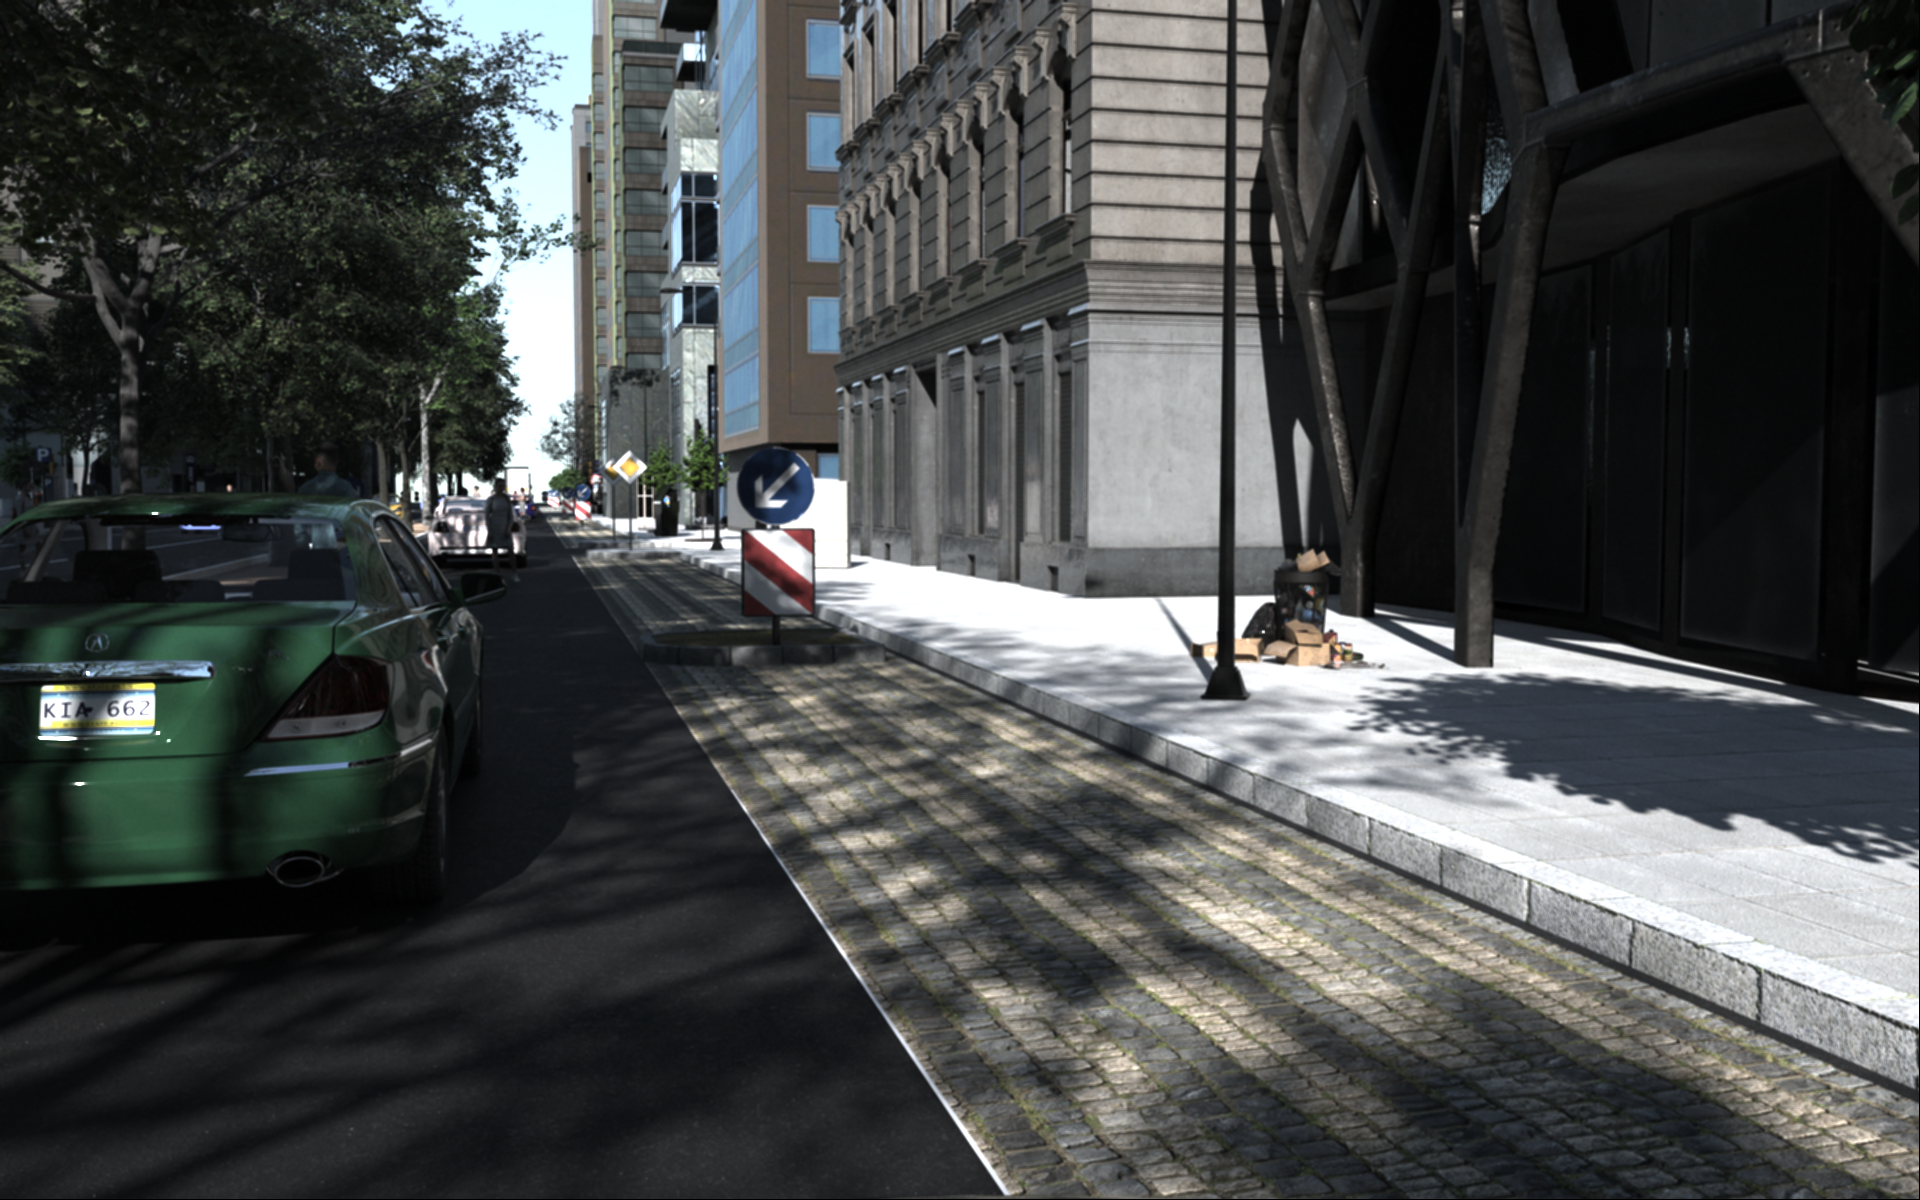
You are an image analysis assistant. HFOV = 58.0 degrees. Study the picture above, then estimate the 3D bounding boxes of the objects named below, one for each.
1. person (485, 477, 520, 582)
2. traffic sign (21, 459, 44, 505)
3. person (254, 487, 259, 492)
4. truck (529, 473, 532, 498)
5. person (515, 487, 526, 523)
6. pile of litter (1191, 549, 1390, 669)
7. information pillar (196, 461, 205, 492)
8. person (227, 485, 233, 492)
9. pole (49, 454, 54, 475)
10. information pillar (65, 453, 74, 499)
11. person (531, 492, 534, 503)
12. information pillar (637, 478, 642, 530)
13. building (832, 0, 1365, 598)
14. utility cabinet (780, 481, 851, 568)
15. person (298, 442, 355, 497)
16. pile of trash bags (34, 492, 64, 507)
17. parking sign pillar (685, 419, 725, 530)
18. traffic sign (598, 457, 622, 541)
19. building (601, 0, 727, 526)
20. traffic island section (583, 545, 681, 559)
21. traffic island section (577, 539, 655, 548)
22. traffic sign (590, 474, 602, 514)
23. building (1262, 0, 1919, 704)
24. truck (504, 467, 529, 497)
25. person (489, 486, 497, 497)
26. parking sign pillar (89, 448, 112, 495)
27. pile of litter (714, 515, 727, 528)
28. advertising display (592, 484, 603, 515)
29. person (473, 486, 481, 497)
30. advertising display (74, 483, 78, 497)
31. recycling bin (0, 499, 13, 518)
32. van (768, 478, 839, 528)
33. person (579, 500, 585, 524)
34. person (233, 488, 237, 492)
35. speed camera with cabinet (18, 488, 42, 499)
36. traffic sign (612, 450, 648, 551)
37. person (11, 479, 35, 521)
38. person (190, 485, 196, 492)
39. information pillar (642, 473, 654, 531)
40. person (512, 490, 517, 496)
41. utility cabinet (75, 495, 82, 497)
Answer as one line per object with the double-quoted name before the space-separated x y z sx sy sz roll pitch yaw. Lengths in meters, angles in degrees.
"person" -7.497 -1.147 28.258 0.512 1.701 0.522 -2 4 -32
"traffic sign" -33.510 -3.823 62.613 0.768 2.556 0.104 -1 4 -13
"person" -38.670 -5.288 95.202 0.529 1.795 0.600 -3 4 -38
"truck" -58.796 -14.871 232.048 2.839 4.237 11.283 -1 4 -13
"person" -21.684 -4.685 85.453 0.532 1.782 0.716 -1 4 -15
"pile of litter" 2.492 0.037 13.360 1.176 0.858 1.719 -1 4 -21
"information pillar" -50.133 -7.525 114.382 0.504 3.616 0.183 -2 4 -29
"person" -24.839 -3.016 58.490 0.598 1.740 0.731 2 4 24
"pole" -46.151 -5.763 88.070 0.158 3.312 0.155 0 3 0
"information pillar" -47.962 -6.236 93.310 0.183 3.616 0.504 1 4 10
"person" -66.715 -15.932 269.788 0.445 1.727 0.742 3 5 44
"information pillar" -11.225 -3.479 61.367 0.304 2.012 0.304 2 4 25
"building" 3.939 -11.088 30.435 9.793 20.994 18.267 -1 4 -14
"utility cabinet" -2.488 -1.295 29.851 1.173 1.500 0.318 0 4 8
"person" -5.032 -0.325 13.674 0.638 1.841 0.748 2 4 33
"pile of trash bags" -50.541 -5.321 96.744 3.447 1.369 1.912 2 4 23
"parking sign pillar" -9.248 -4.539 62.691 1.447 3.967 1.447 0 4 5
"traffic sign" -9.413 -2.656 47.063 0.795 2.450 0.064 -1 4 -14
"building" -6.017 -47.226 84.821 22.319 86.520 31.000 -1 4 -14
"traffic island section" -7.466 -1.047 39.395 2.009 0.180 2.903 -1 4 -14
"traffic island section" -9.392 -1.521 47.145 2.009 0.180 2.903 -1 4 -14
"traffic sign" -22.983 -6.687 109.440 0.768 2.556 0.104 -1 4 -9
"building" 11.831 -8.922 13.324 16.820 18.784 16.811 -1 4 -14
"truck" -46.718 -11.832 182.364 2.839 4.237 11.283 -1 4 -15
"person" -17.619 -3.485 66.074 0.643 1.750 0.593 3 4 36
"parking sign pillar" -49.559 -6.814 99.882 1.447 3.967 1.447 1 4 14
"pile of litter" -8.788 -3.208 66.415 1.719 0.858 1.176 2 4 34
"advertising display" -22.462 -6.296 108.152 0.974 1.923 0.123 -2 4 -23
"person" -20.128 -3.852 71.822 0.599 1.781 0.374 2 4 32
"advertising display" -51.511 -5.836 100.634 0.123 1.923 0.974 0 4 -7
"recycling bin" -52.083 -4.994 94.213 0.722 1.027 0.722 1 4 15
"van" -2.772 -2.246 43.739 4.112 2.044 2.013 -1 4 -15
"person" -18.207 -4.567 83.745 0.524 1.755 0.480 -2 4 -25
"person" -39.843 -5.272 95.243 0.519 1.759 0.362 -3 5 -40
"speed camera with cabinet" -59.844 -7.207 112.167 2.038 3.252 0.660 0 4 -4
"traffic sign" -7.487 -2.182 39.312 0.795 2.450 0.064 -1 4 -14
"person" -16.251 -1.263 30.160 0.522 1.701 0.512 0 4 -4
"person" -32.827 -4.017 74.347 0.590 1.801 0.661 -2 4 -33
"information pillar" -10.940 -3.451 60.922 0.304 2.012 0.304 -1 4 -10
"person" -34.119 -7.540 132.497 1.217 1.743 0.721 2 4 31
"utility cabinet" -45.068 -4.743 88.702 0.306 1.237 1.020 -3 4 -37
